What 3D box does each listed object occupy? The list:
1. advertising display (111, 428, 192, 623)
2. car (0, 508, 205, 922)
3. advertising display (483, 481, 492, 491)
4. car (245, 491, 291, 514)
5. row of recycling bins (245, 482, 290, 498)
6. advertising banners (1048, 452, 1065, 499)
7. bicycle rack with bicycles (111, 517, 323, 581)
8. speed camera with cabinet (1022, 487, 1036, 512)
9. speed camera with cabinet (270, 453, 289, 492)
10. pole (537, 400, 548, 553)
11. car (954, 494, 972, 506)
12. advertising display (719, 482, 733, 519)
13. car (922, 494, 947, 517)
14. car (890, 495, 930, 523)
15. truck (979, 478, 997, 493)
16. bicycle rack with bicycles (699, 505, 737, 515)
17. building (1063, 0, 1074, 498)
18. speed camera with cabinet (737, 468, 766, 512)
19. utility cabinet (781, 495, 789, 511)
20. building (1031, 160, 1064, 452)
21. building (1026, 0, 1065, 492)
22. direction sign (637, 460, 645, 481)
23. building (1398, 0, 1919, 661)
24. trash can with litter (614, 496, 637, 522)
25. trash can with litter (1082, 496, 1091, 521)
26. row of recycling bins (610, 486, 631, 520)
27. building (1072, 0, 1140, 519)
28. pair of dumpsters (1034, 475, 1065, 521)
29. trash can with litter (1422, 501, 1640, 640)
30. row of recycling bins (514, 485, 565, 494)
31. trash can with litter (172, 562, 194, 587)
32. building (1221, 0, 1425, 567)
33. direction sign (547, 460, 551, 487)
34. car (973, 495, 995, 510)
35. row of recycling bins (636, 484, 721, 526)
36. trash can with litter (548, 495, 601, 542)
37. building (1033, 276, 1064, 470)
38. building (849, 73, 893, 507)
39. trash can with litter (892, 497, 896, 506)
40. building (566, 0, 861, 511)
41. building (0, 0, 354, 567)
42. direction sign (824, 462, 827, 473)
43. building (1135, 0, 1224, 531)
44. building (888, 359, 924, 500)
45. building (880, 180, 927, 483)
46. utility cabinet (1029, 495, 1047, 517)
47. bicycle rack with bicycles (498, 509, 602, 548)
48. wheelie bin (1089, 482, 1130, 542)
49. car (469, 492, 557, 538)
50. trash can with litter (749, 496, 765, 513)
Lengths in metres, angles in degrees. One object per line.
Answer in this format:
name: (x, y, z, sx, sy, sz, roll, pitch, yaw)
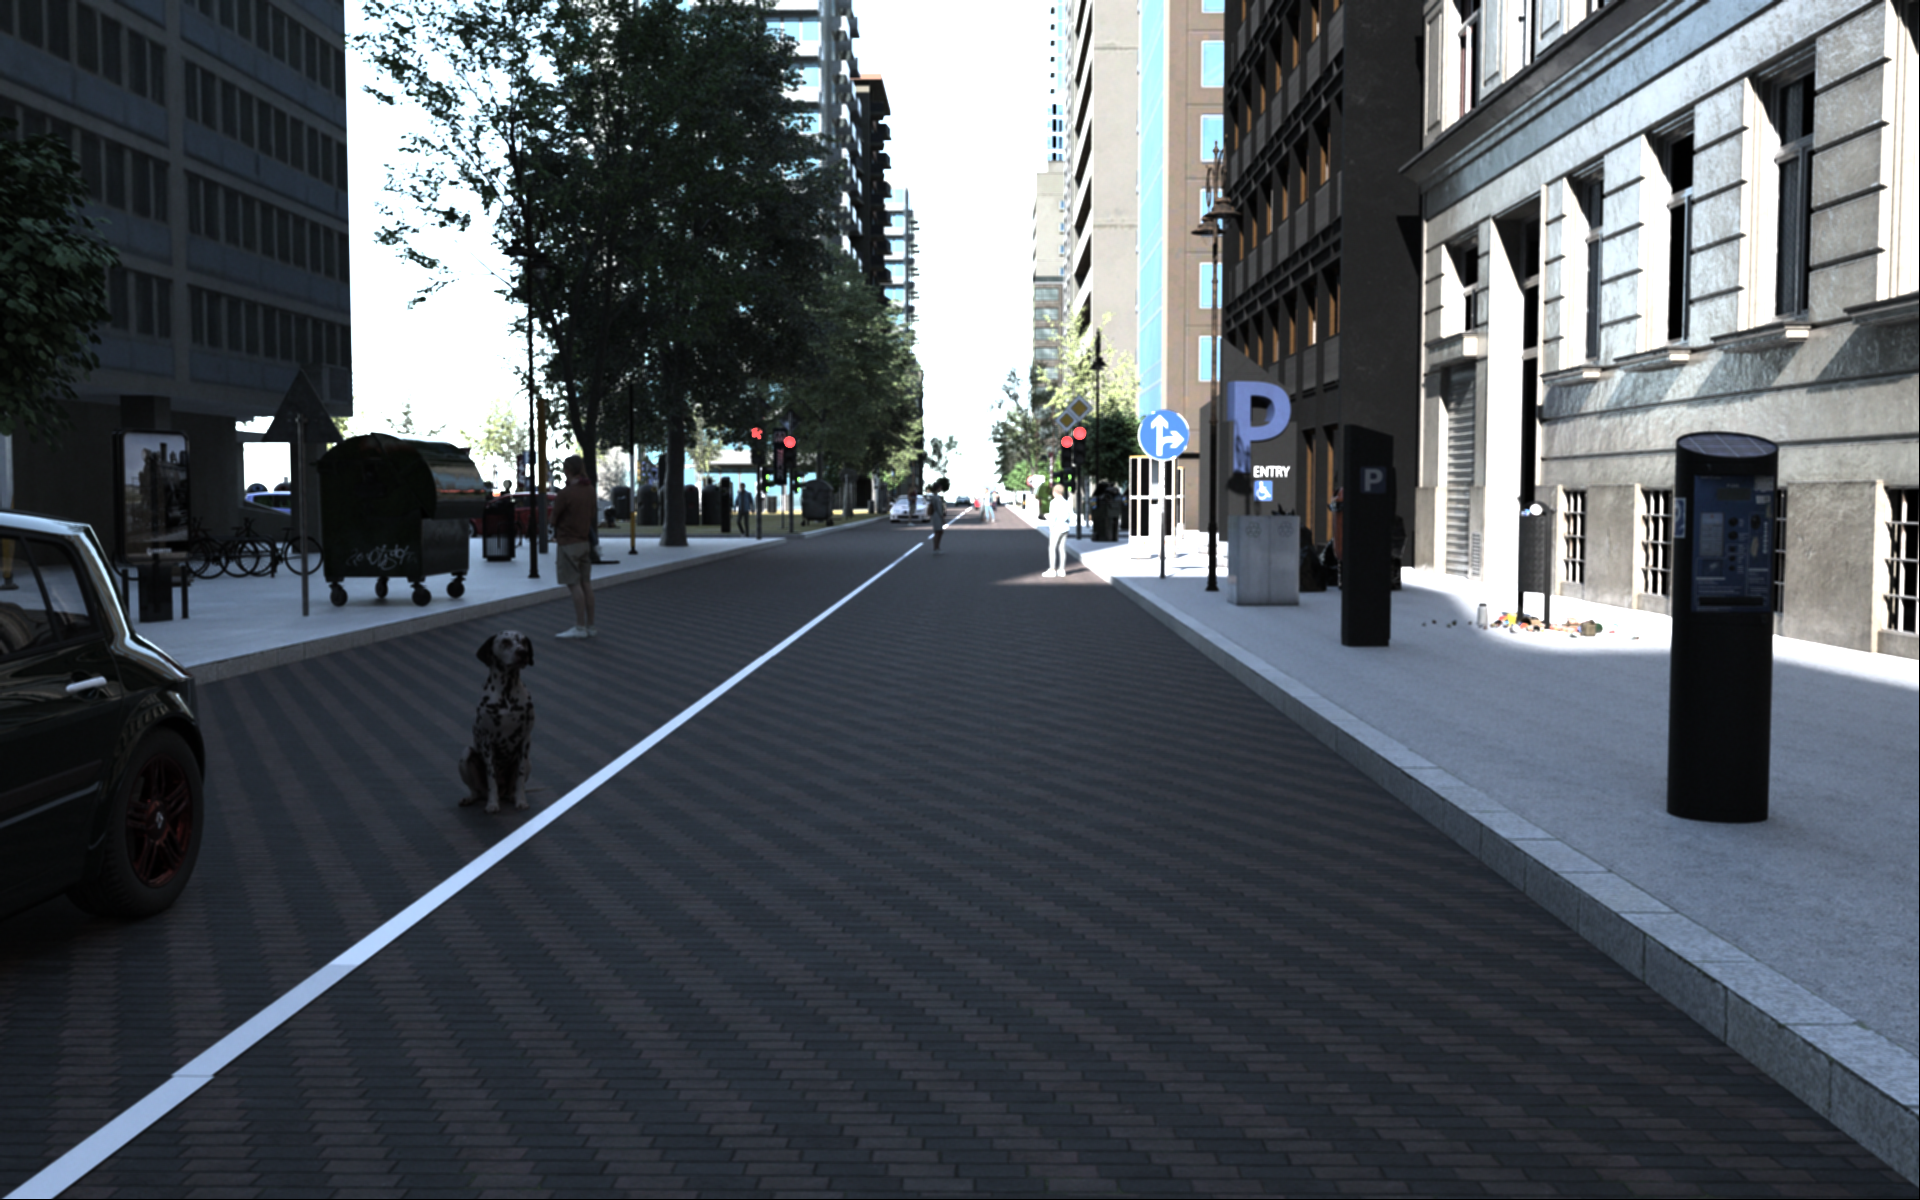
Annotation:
advertising display: (-8.094, -0.744, 17.385, 0.123, 1.923, 0.974, 1, 4, 14)
car: (-3.616, 0.320, 4.555, 2.009, 1.686, 4.222, 0, 4, 2)
advertising display: (-23.712, -4.953, 86.189, 0.123, 1.923, 0.974, 3, 5, 40)
car: (-20.713, -2.725, 54.146, 3.694, 1.707, 1.945, 0, 4, 1)
row of recycling bins: (-24.333, -3.302, 61.097, 3.534, 1.692, 1.069, -2, 4, -25)
advertising banners: (4.132, -4.712, 73.221, 0.090, 3.025, 2.074, 2, 4, 27)
bicycle rack with bicycles: (-11.491, -0.835, 27.028, 2.925, 0.926, 2.852, -1, 4, -19)
speed camera with cabinet: (5.121, -7.987, 124.919, 0.660, 3.252, 2.038, -1, 4, -21)
speed camera with cabinet: (-31.911, -5.417, 82.910, 2.038, 3.252, 0.660, 0, 4, 7)
pole: (-9.033, -2.668, 37.457, 0.158, 3.312, 0.155, 0, 3, 0)
car: (0.373, -11.899, 206.339, 2.131, 1.459, 4.920, 0, 4, 1)
advertising display: (-12.214, -5.210, 90.400, 0.974, 1.923, 0.123, 3, 5, 40)
car: (-1.802, -6.035, 108.456, 2.009, 1.686, 4.222, 0, 4, 3)
car: (-2.495, -4.615, 87.813, 2.083, 1.381, 4.827, 0, 4, 2)
truck: (4.762, -17.646, 278.264, 2.967, 4.110, 18.799, 0, 4, -1)
bicycle rack with bicycles: (-14.578, -5.533, 103.843, 2.925, 0.926, 2.852, 0, 4, -2)
building: (20.061, -46.174, 193.197, 20.563, 71.187, 20.611, 0, 4, 1)
speed camera with cabinet: (-15.035, -7.981, 124.824, 2.038, 3.252, 0.660, 1, 4, 8)
utility cabinet: (-12.881, -7.143, 127.947, 0.306, 1.237, 1.020, 1, 4, 20)
building: (21.129, -38.122, 246.992, 21.300, 48.544, 21.600, 0, 4, 1)
building: (21.810, -58.725, 272.820, 22.319, 86.520, 31.000, 0, 4, 1)
direction sign: (-21.261, -7.556, 115.536, 0.876, 3.537, 0.379, 3, 5, 41)
building: (14.597, -11.045, 13.877, 16.112, 22.955, 30.059, 0, 4, 1)
trash can with litter: (-15.179, -4.206, 79.822, 2.233, 1.210, 1.678, -1, 4, -18)
trash can with litter: (6.208, -4.335, 82.262, 0.624, 1.170, 1.055, -1, 4, -20)
row of recycling bins: (-17.232, -4.948, 88.018, 1.069, 1.692, 3.534, 0, 4, -5)
building: (17.585, -29.021, 98.193, 21.300, 48.544, 21.600, 0, 4, 1)
pair of dumpsters: (4.465, -5.018, 84.537, 1.574, 2.255, 4.437, 0, 4, 1)
trash can with litter: (5.468, -0.313, 16.183, 1.678, 1.210, 2.233, -1, 4, -11)
row of recycling bins: (-19.905, -4.653, 83.186, 3.534, 1.692, 1.069, 2, 4, 24)
trash can with litter: (-11.076, -0.791, 24.318, 1.055, 1.170, 0.624, 3, 5, 43)
building: (12.914, -12.703, 37.369, 12.332, 23.373, 15.834, 0, 4, 1)
direction sign: (-27.239, -7.496, 114.550, 0.379, 3.537, 0.876, -2, 4, -32)
car: (2.259, -9.009, 156.339, 2.155, 1.783, 4.494, 0, 4, 2)
row of recycling bins: (-11.569, -3.926, 71.310, 3.534, 1.692, 1.069, -2, 4, -25)
trash can with litter: (-10.624, -2.175, 46.616, 1.678, 1.210, 2.233, 0, 4, 1)
building: (16.678, -28.018, 229.797, 14.160, 30.474, 14.107, 0, 4, 1)
building: (-18.388, -32.004, 177.894, 22.147, 44.769, 28.867, 0, 4, 1)
trash can with litter: (-4.666, -6.934, 124.754, 1.055, 1.170, 0.624, 0, 4, 2)
building: (-20.087, -32.293, 147.604, 23.786, 49.044, 30.456, 0, 4, 1)
building: (-25.225, -20.771, 31.492, 23.993, 40.220, 32.217, 0, 4, 1)
direction sign: (-9.946, -8.471, 130.489, 0.876, 3.537, 0.379, 0, 4, -3)
building: (14.366, -25.414, 65.622, 14.200, 45.320, 14.600, 0, 4, 1)
building: (-19.184, -23.819, 234.475, 27.650, 21.520, 28.899, 0, 4, 1)
building: (-17.292, -39.365, 263.229, 23.786, 49.044, 30.456, 0, 4, 1)
utility cabinet: (4.469, -5.357, 98.750, 1.020, 1.237, 0.306, -1, 4, -21)
bicycle rack with bicycles: (-9.869, -1.751, 42.016, 2.852, 0.926, 2.925, 0, 4, 4)
wheelie bin: (3.973, -2.377, 46.770, 0.980, 1.594, 0.693, -3, 5, -45)
car: (-13.519, -2.669, 52.684, 4.494, 1.783, 2.155, 0, 4, 2)
trash can with litter: (-13.999, -6.487, 117.119, 1.678, 1.210, 2.233, 2, 4, 26)
